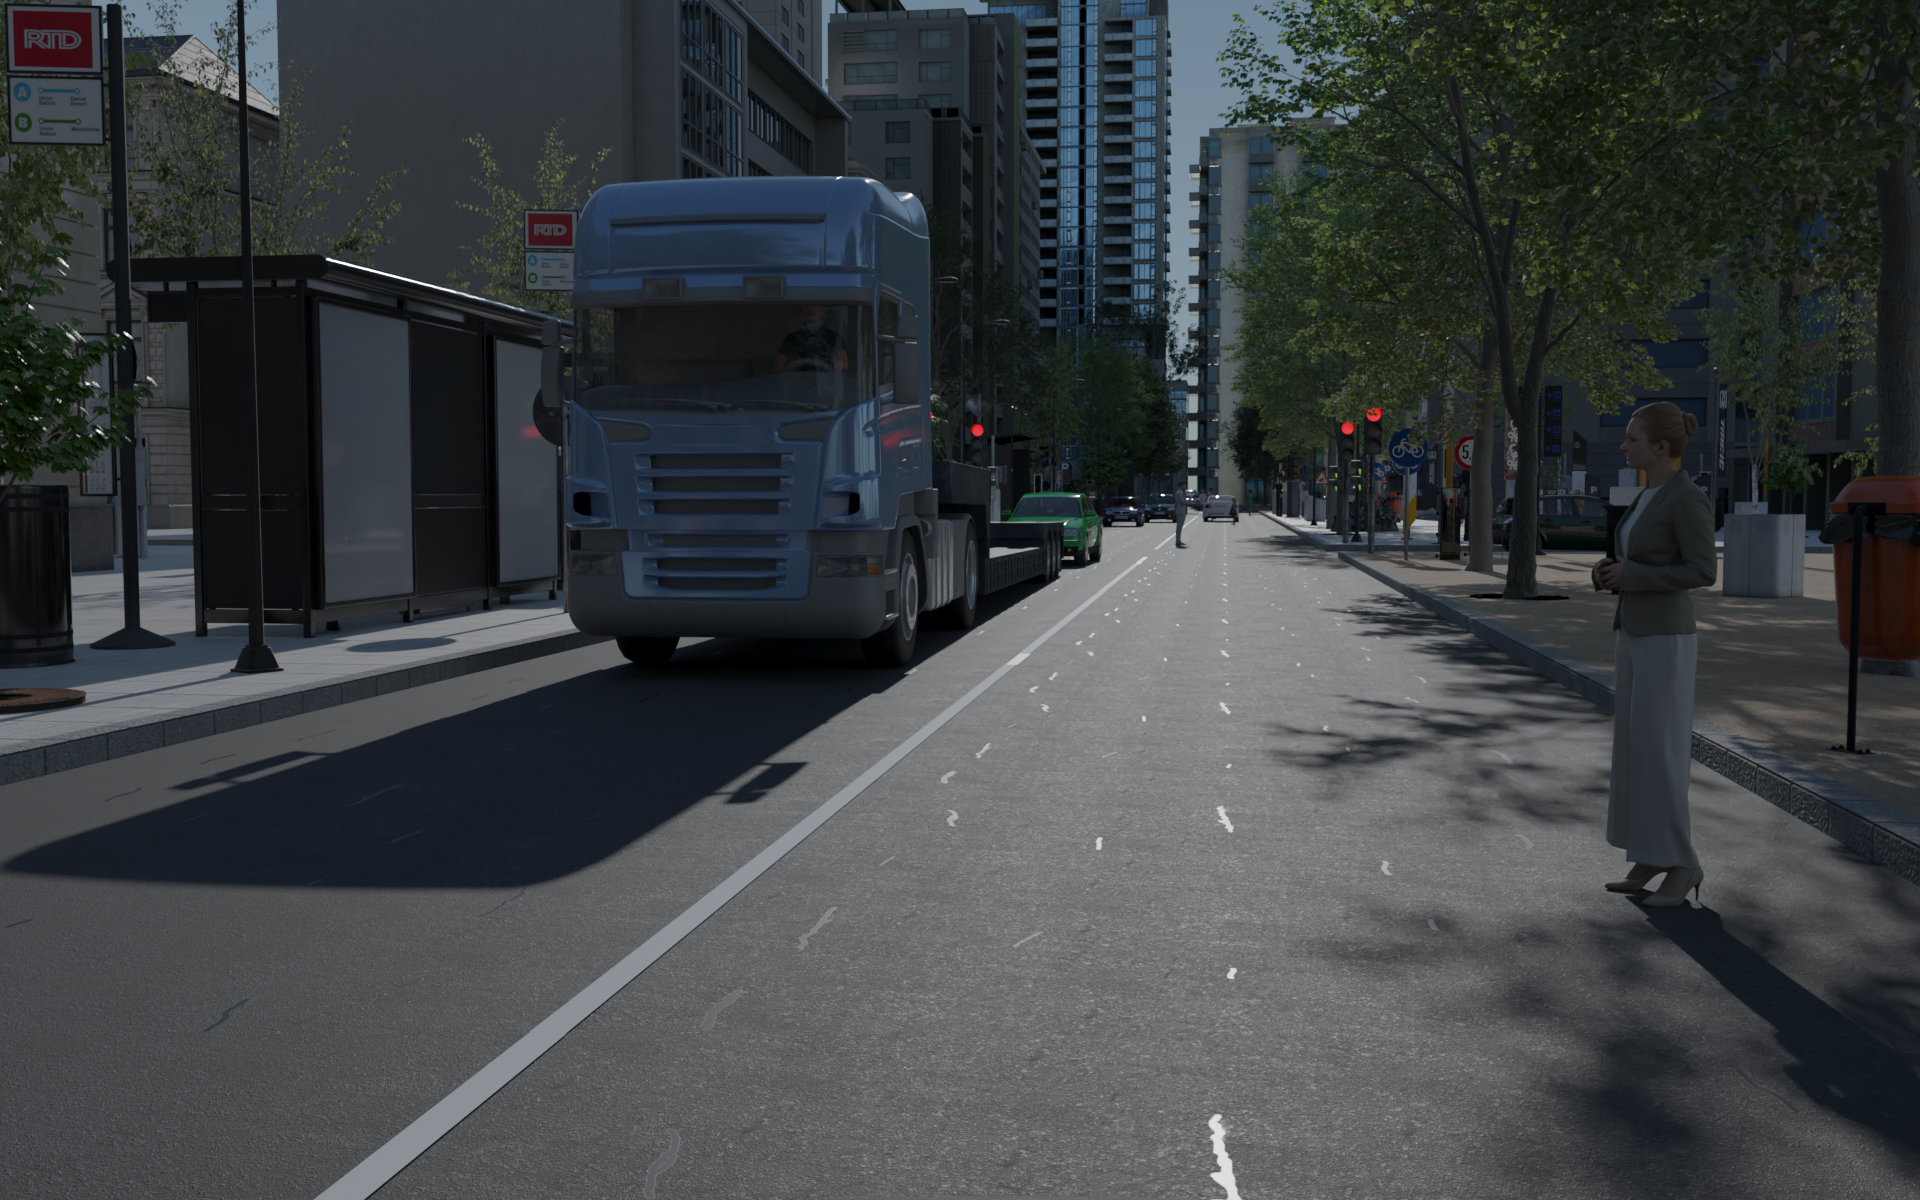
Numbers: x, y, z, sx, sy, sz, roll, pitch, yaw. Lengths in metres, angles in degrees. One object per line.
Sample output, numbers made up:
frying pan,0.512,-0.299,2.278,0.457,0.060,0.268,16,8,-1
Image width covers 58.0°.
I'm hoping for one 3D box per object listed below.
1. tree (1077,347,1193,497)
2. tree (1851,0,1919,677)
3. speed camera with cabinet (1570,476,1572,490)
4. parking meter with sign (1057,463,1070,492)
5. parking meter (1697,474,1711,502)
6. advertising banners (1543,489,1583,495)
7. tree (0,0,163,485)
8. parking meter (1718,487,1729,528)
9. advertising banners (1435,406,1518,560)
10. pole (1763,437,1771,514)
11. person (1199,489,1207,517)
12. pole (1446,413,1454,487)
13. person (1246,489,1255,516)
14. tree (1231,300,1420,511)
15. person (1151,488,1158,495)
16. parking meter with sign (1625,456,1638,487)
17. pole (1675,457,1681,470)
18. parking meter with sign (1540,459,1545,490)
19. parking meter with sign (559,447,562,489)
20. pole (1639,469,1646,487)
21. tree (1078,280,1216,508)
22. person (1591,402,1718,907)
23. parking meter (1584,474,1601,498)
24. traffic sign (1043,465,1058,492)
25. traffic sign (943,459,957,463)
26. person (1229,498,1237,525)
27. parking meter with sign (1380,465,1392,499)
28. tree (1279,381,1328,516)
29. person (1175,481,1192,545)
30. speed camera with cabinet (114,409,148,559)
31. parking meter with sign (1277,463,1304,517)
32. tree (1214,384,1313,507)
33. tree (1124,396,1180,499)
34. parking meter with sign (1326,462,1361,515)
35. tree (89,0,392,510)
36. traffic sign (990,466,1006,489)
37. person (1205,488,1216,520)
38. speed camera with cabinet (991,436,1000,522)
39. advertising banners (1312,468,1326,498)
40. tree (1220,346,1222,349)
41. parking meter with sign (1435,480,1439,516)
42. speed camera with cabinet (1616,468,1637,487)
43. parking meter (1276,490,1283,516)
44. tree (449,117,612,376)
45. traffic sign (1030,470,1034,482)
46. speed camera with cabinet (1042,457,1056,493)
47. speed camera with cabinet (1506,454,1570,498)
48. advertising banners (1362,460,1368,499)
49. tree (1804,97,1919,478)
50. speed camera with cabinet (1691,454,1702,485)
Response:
tree,13.483,-13.366,135.546,9.611,12.733,9.660,0,3,0
tree,6.274,-5.746,12.071,7.486,12.596,7.792,0,3,0
speed camera with cabinet,30.294,-5.550,85.071,2.038,3.252,0.660,0,4,-3
parking meter with sign,5.569,-6.063,95.387,0.543,3.016,1.738,1,4,19
parking meter,21.071,-2.656,49.143,0.399,1.863,0.255,1,4,20
advertising banners,18.320,-3.514,53.646,2.074,3.025,0.090,-1,4,-9
tree,-10.963,-4.206,19.125,4.737,8.622,4.395,0,3,0
parking meter,29.323,-3.557,66.567,0.372,1.533,0.369,0,3,0
advertising banners,10.217,-2.306,33.897,2.074,3.025,0.090,-1,4,-21
pole,29.039,-4.190,62.345,0.158,3.312,0.155,0,3,0
person,15.431,-6.104,108.965,0.731,1.740,0.598,-1,4,-14
pole,12.391,-3.060,43.875,0.158,3.312,0.155,0,3,0
person,19.286,-6.509,115.173,0.600,1.795,0.529,2,4,24
tree,17.107,-8.787,78.088,7.601,10.594,8.767,0,4,-4
person,11.173,-5.561,99.604,0.511,1.800,0.466,1,4,15
parking meter with sign,26.982,-4.489,69.652,0.543,3.016,1.738,1,4,22
pole,21.754,-3.589,52.530,0.158,3.312,0.155,0,3,0
parking meter with sign,28.695,-5.501,86.194,0.543,3.016,1.738,2,4,24
parking meter with sign,-13.092,-3.519,53.796,0.543,3.016,1.738,3,5,40
pole,21.567,-3.723,54.712,0.158,3.312,0.155,0,3,0
tree,17.466,-18.058,151.142,12.611,20.169,13.585,0,3,0
person,2.451,0.174,6.205,0.362,1.759,0.519,0,4,0
parking meter,18.271,-2.712,50.059,0.399,1.863,0.255,0,4,-1
traffic sign,4.048,-4.682,76.658,0.768,2.556,0.104,1,4,15
traffic sign,-0.403,-3.793,62.122,0.768,2.556,0.104,1,4,14
person,12.833,-4.171,81.362,0.373,1.253,0.362,0,4,7
parking meter with sign,25.727,-6.642,104.854,0.543,3.016,1.738,0,4,6
tree,20.361,-9.291,102.267,4.737,8.622,4.395,0,3,0
person,6.252,-2.434,48.477,0.466,1.800,0.511,0,4,5
speed camera with cabinet,-16.635,-2.468,34.693,0.660,3.252,2.038,-2,4,-26
parking meter with sign,18.732,-6.176,97.232,1.738,3.016,0.543,2,4,27
tree,30.451,-16.064,173.009,12.009,13.543,11.850,0,3,0
tree,19.515,-16.072,180.910,7.486,12.596,7.792,0,3,0
parking meter with sign,20.368,-5.825,91.496,1.738,3.016,0.543,0,4,-6
tree,-10.443,-4.557,24.874,4.360,8.622,3.978,0,3,0
traffic sign,1.390,-3.758,63.565,0.606,2.300,0.079,1,4,17
person,13.905,-5.356,96.344,0.850,1.792,0.678,2,4,28
speed camera with cabinet,1.007,-3.974,59.306,0.660,3.252,2.038,0,4,6
advertising banners,23.586,-7.194,113.807,0.090,3.025,2.074,-1,4,-13
tree,13.313,-8.897,63.600,7.486,12.596,7.792,0,3,0
parking meter with sign,25.072,-5.858,92.039,0.543,3.016,1.738,-2,4,-25
speed camera with cabinet,23.770,-4.128,61.826,0.660,3.252,2.038,1,4,20
parking meter,18.358,-5.574,99.543,0.372,1.533,0.369,0,3,0
tree,-8.530,-5.151,34.585,4.360,8.622,3.978,0,3,0
traffic sign,3.471,-5.427,88.838,0.768,2.556,0.104,1,4,17
speed camera with cabinet,4.117,-6.024,92.833,2.038,3.252,0.660,2,4,30
speed camera with cabinet,21.208,-4.249,63.808,2.038,3.252,0.660,1,4,10
advertising banners,20.646,-5.632,88.275,0.090,3.025,2.074,1,4,20
tree,16.663,-4.831,29.344,4.360,8.622,3.978,0,3,0
speed camera with cabinet,35.715,-5.567,85.357,2.038,3.252,0.660,3,4,38
